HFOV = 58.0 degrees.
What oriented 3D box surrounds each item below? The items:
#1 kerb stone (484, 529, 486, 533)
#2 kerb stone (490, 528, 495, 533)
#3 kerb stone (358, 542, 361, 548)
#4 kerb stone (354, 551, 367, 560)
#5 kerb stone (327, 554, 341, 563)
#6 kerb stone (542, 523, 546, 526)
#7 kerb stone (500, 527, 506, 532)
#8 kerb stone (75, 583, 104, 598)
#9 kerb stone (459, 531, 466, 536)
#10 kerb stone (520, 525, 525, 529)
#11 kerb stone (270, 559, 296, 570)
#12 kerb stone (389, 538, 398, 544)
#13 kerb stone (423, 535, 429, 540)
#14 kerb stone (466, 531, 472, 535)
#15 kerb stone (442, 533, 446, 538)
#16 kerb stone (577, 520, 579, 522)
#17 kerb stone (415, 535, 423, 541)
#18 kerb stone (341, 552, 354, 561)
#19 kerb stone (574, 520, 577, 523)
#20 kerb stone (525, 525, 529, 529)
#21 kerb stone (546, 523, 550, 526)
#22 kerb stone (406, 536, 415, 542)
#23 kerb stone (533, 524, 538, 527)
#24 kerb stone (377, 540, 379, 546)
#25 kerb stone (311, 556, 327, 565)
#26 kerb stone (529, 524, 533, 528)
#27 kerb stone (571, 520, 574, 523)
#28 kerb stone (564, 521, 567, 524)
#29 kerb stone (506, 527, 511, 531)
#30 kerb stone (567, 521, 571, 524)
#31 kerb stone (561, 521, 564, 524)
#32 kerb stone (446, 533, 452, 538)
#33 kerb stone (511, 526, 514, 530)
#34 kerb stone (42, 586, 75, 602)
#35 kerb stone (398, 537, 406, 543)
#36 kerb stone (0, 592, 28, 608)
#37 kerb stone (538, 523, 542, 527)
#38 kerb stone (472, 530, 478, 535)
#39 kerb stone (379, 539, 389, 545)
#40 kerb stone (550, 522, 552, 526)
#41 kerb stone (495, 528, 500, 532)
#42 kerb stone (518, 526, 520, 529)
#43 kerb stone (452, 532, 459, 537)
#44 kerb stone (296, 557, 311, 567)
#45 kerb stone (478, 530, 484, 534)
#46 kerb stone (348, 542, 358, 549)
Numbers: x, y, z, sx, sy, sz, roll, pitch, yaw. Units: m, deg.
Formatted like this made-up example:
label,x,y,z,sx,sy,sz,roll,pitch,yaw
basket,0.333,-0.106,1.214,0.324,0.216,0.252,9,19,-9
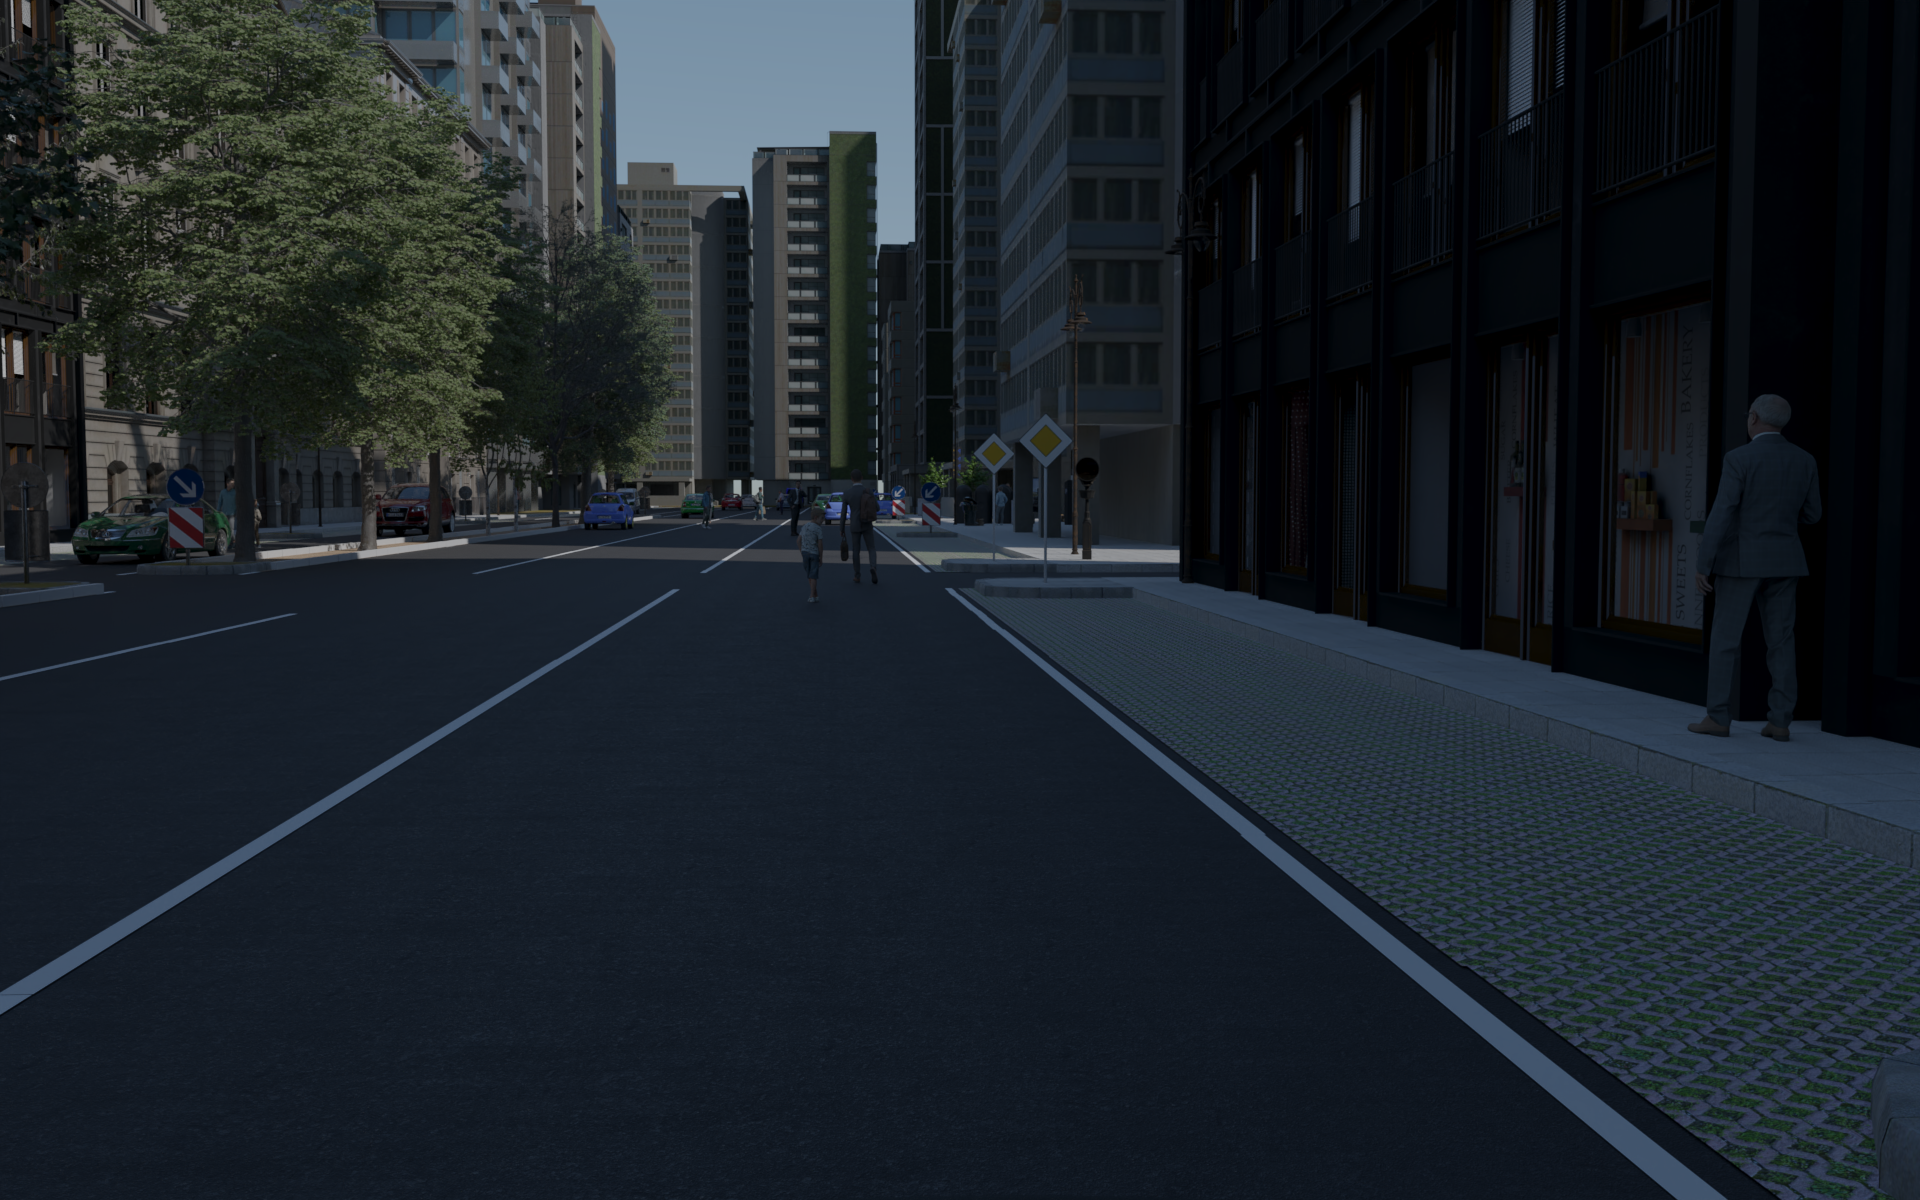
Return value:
label,x,y,z,sx,sy,sz,roll,pitch,yaw
kerb stone,-17.245,-2.463,62.592,0.120,0.150,1.000,0,4,-4
kerb stone,-17.326,-2.532,63.613,0.120,0.150,1.000,0,4,-4
kerb stone,-16.035,-1.461,46.229,0.120,0.150,1.000,0,4,-4
kerb stone,-13.334,-0.977,38.198,0.120,0.150,1.000,0,4,-4
kerb stone,-13.188,-0.850,36.154,0.120,0.150,1.000,0,4,-4
kerb stone,-18.148,-3.220,74.850,0.120,0.150,1.000,0,4,-4
kerb stone,-17.472,-2.648,65.653,0.120,0.150,1.000,0,4,-4
kerb stone,-12.316,-0.132,24.364,0.120,0.150,1.000,0,4,-4
kerb stone,-16.949,-2.220,58.497,0.120,0.150,1.000,0,4,-4
kerb stone,-17.776,-2.906,69.741,0.120,0.150,1.000,0,4,-4
kerb stone,-12.957,-0.666,33.078,0.120,0.150,1.000,0,4,-4
kerb stone,-16.266,-1.657,49.288,0.120,0.150,1.000,0,4,-4
kerb stone,-16.572,-1.907,53.377,0.120,0.150,1.000,0,4,-4
kerb stone,-17.021,-2.283,59.521,0.120,0.150,1.000,0,4,-4
kerb stone,-16.718,-2.033,55.429,0.120,0.150,1.000,0,4,-4
kerb stone,-18.914,-3.841,85.065,0.120,0.150,1.000,0,4,-4
kerb stone,-16.480,-1.844,52.350,0.120,0.150,1.000,0,4,-4
kerb stone,-13.257,-0.916,37.176,0.120,0.150,1.000,0,4,-4
kerb stone,-18.835,-3.779,84.046,0.120,0.150,1.000,0,4,-4
kerb stone,-17.853,-2.970,70.762,0.120,0.150,1.000,0,4,-4
kerb stone,-18.235,-3.283,75.868,0.120,0.150,1.000,0,4,-4
kerb stone,-16.419,-1.782,51.329,0.120,0.150,1.000,0,4,-4
kerb stone,-18.005,-3.091,72.811,0.120,0.150,1.000,0,4,-4
kerb stone,-16.112,-1.532,47.250,0.120,0.150,1.000,0,4,-4
kerb stone,-13.104,-0.791,35.127,0.120,0.150,1.000,0,4,-4
kerb stone,-17.936,-3.031,71.789,0.120,0.150,1.000,0,4,-4
kerb stone,-18.761,-3.714,83.026,0.120,0.150,1.000,0,4,-4
kerb stone,-18.610,-3.590,80.982,0.120,0.150,1.000,0,4,-4
kerb stone,-17.544,-2.719,66.672,0.120,0.150,1.000,0,4,-4
kerb stone,-18.693,-3.658,82.004,0.120,0.150,1.000,0,4,-4
kerb stone,-18.536,-3.528,79.962,0.120,0.150,1.000,0,4,-4
kerb stone,-16.797,-2.088,56.452,0.120,0.150,1.000,0,4,-4
kerb stone,-17.630,-2.783,67.691,0.120,0.150,1.000,0,4,-4
kerb stone,-12.236,-0.067,23.338,0.120,0.150,1.000,0,4,-4
kerb stone,-16.339,-1.717,50.308,0.120,0.150,1.000,0,4,-4
kerb stone,-12.160,-0.003,22.319,0.120,0.150,1.000,0,4,-4
kerb stone,-18.084,-3.158,73.830,0.120,0.150,1.000,0,4,-4
kerb stone,-17.097,-2.345,60.540,0.120,0.150,1.000,0,4,-4
kerb stone,-16.181,-1.594,48.270,0.120,0.150,1.000,0,4,-4
kerb stone,-18.306,-3.346,76.898,0.120,0.150,1.000,0,4,-4
kerb stone,-17.402,-2.593,64.633,0.120,0.150,1.000,0,4,-4
kerb stone,-17.702,-2.846,68.720,0.120,0.150,1.000,0,4,-4
kerb stone,-16.871,-2.158,57.476,0.120,0.150,1.000,0,4,-4
kerb stone,-13.036,-0.729,34.107,0.120,0.150,1.000,0,4,-4
kerb stone,-17.173,-2.407,61.564,0.120,0.150,1.000,0,4,-4
kerb stone,-15.963,-1.407,45.193,0.120,0.150,1.000,0,4,-4
